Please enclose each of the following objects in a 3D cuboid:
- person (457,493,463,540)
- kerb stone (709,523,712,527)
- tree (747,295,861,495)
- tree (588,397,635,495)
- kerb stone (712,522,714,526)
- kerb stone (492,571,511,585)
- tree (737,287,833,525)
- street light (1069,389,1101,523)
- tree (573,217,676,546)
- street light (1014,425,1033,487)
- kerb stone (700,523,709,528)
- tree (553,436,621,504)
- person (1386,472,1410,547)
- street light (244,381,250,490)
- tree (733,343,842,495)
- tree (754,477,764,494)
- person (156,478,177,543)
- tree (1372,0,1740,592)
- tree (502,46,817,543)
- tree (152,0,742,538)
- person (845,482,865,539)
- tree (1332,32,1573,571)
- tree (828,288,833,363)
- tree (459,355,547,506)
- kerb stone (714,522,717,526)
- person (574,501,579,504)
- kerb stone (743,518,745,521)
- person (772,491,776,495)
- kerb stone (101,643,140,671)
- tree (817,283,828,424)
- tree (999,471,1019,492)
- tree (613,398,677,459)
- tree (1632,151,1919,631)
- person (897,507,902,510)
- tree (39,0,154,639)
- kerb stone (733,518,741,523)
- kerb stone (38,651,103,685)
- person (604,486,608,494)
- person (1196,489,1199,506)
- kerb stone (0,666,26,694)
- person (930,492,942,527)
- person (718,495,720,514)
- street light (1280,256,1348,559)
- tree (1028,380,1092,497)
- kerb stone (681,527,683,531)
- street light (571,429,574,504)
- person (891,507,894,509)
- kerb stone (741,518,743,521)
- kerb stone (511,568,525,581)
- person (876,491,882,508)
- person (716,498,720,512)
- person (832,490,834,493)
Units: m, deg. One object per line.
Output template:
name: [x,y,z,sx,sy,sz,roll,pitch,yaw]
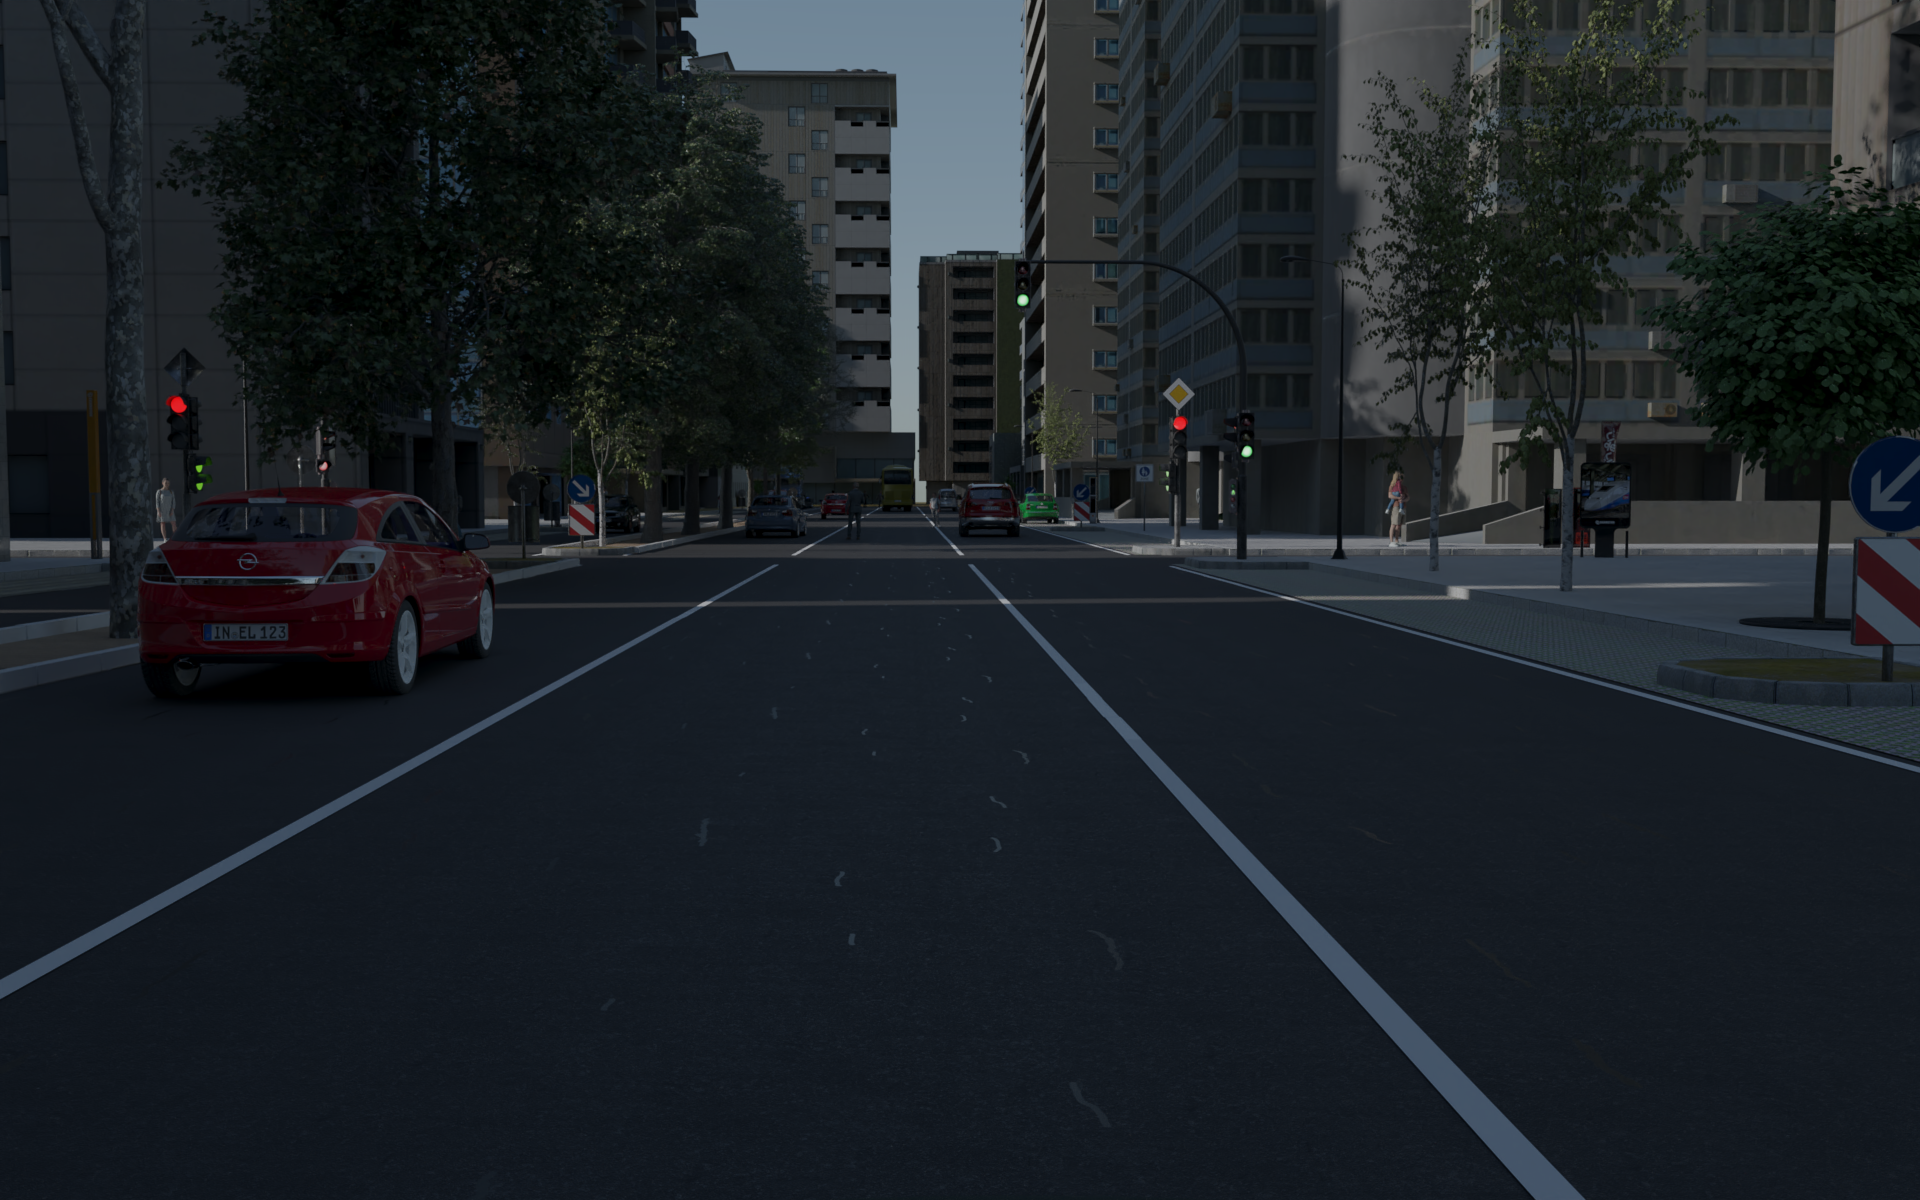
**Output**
person: [-15.051,-2.618,51.283,0.713,1.824,0.794,-1,4,-16]
kerb stone: [-11.032,-3.252,75.364,0.120,0.150,1.000,0,4,-2]
tree: [-10.319,-10.940,91.692,12.009,13.543,11.850,0,3,0]
tree: [-19.553,-9.158,100.088,4.360,8.622,3.978,0,3,0]
kerb stone: [-11.058,-3.312,76.386,0.120,0.150,1.000,0,4,-2]
kerb stone: [-7.425,-0.337,27.820,0.120,0.150,1.000,0,4,-2]
tree: [-9.721,-9.327,80.714,9.928,11.665,9.643,0,3,0]
street light: [5.536,-6.375,76.764,1.470,5.913,1.316,0,4,-2]
tree: [-8.964,-5.528,43.195,4.737,8.622,4.395,0,3,0]
street light: [4.349,-8.838,117.045,1.470,5.913,1.316,0,4,-2]
kerb stone: [-10.990,-3.189,74.334,0.120,0.150,1.000,0,4,-2]
tree: [-19.263,-6.451,89.191,4.285,4.588,4.351,0,3,0]
person: [10.667,-2.214,42.223,0.573,1.828,0.580,1,4,11]
street light: [-16.693,-4.237,41.820,1.470,5.913,1.316,0,4,-2]
tree: [-10.867,-11.120,102.402,7.486,12.596,7.792,0,3,0]
tree: [-22.425,-12.151,193.266,1.663,3.219,1.824,0,3,0]
person: [-20.544,-2.312,44.844,0.512,1.701,0.522,-3,5,-41]
tree: [7.781,-4.424,22.696,4.737,8.622,4.395,0,3,0]
tree: [-9.027,-8.642,50.417,9.857,13.997,8.962,0,3,0]
tree: [-8.684,-6.693,28.901,9.611,12.733,9.660,0,3,0]
person: [-3.351,-2.819,54.771,0.661,1.801,0.590,-2,4,-25]
tree: [8.074,-4.796,28.781,4.360,8.622,3.978,0,3,0]
tree: [-9.570,-9.858,70.286,9.857,13.997,8.962,0,3,0]
tree: [-18.964,-7.520,73.314,4.360,8.622,3.978,0,3,0]
kerb stone: [-11.097,-3.377,77.407,0.120,0.150,1.000,0,4,-2]
person: [-22.932,-5.957,103.554,0.709,1.813,0.853,1,4,20]
kerb stone: [-11.522,-4.191,90.722,0.120,0.150,1.000,0,4,-2]
person: [-13.920,-7.305,129.398,0.415,1.643,0.593,2,4,33]
kerb stone: [-7.002,0.474,14.473,0.120,0.150,1.000,0,4,-2]
tree: [-9.429,-9.250,60.347,9.857,13.997,8.962,0,3,0]
tree: [4.018,-9.242,145.705,1.663,3.219,1.824,0,3,0]
tree: [-20.066,-10.837,111.592,7.601,10.594,8.767,-1,4,-19]
tree: [8.314,-2.023,16.791,4.285,4.588,4.351,0,3,0]
person: [-5.557,-9.188,158.814,1.348,1.812,0.705,-3,4,-36]
tree: [-9.476,-9.731,17.452,12.611,20.169,13.585,0,3,0]
kerb stone: [-11.459,-4.063,88.669,0.120,0.150,1.000,0,4,-2]
kerb stone: [-6.965,0.535,13.444,0.120,0.150,1.000,0,4,-2]
person: [-19.190,-5.321,93.786,0.466,1.731,0.760,3,4,38]
person: [10.888,-4.371,77.601,0.635,1.810,0.391,2,4,29]
kerb stone: [-6.932,0.598,12.423,0.120,0.150,1.000,0,4,-2]
person: [-1.045,-3.941,75.527,0.503,1.515,0.523,-1,4,-18]
person: [-17.340,-7.144,125.757,0.568,1.767,0.683,2,4,28]
street light: [6.934,-3.755,33.940,1.470,5.913,1.316,0,4,-2]
tree: [6.240,-9.847,111.354,4.737,8.622,4.395,0,3,0]
kerb stone: [-10.733,-2.686,66.117,0.120,0.150,1.000,0,4,-2]
street light: [-17.836,-6.701,82.102,1.470,5.913,1.316,0,4,-2]
person: [-6.695,-9.851,170.485,0.530,1.710,0.541,1,4,20]
kerb stone: [-11.479,-4.126,89.691,0.120,0.150,1.000,0,4,-2]
kerb stone: [-7.459,-0.407,28.850,0.120,0.150,1.000,0,4,-2]
person: [-8.129,-10.355,178.362,0.990,1.755,0.434,1,4,9]
person: [-18.052,-7.294,130.972,0.991,1.433,0.599,2,4,33]
person: [-10.480,-8.123,142.013,0.721,1.736,1.217,3,4,38]
